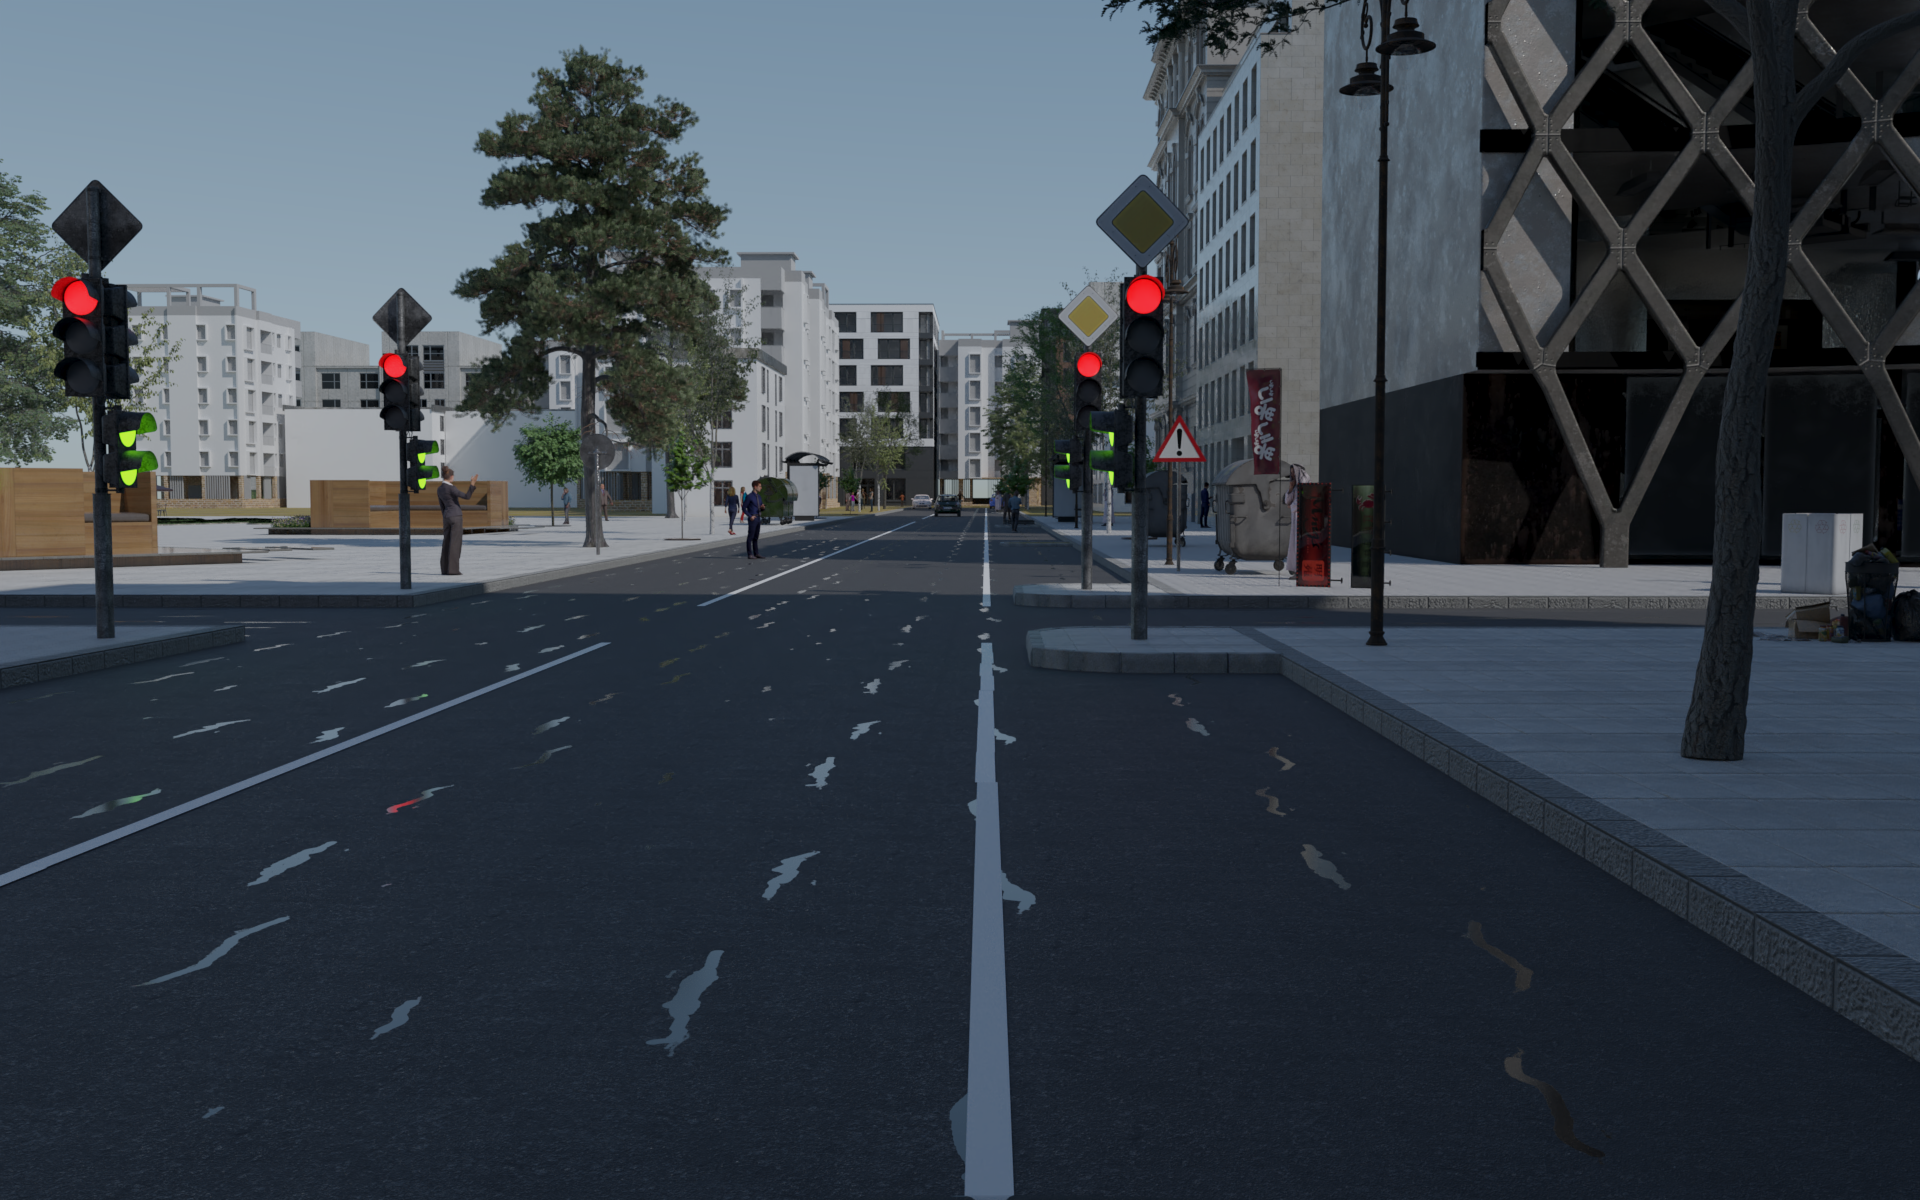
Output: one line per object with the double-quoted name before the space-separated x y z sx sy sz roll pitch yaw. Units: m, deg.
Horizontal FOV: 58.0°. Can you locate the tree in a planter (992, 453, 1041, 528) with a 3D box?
"tree in a planter" 2.503 -4.753 74.933 1.991 3.239 1.994 0 4 1

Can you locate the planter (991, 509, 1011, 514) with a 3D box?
"planter" 3.280 -6.445 126.512 1.991 0.319 1.994 0 4 1

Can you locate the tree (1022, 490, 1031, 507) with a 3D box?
"tree" 6.229 -10.677 169.174 1.663 3.219 1.824 0 3 0

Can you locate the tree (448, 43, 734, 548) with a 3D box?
"tree" -8.914 -7.305 41.495 6.751 12.117 7.091 0 3 0

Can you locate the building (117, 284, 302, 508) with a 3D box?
"building" -69.592 -18.714 162.387 11.380 20.091 16.016 0 4 1

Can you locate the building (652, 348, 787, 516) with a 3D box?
"building" -15.869 -10.486 113.588 9.099 9.664 28.070 0 4 1

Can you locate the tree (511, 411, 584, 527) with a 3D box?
"tree" -16.195 -5.206 68.830 4.285 4.588 4.351 0 3 0

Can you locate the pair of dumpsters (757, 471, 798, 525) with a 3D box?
"pair of dumpsters" -7.776 -4.296 72.729 1.574 2.255 4.436 0 4 1

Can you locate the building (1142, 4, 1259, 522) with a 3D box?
"building" 16.931 -18.262 85.967 14.401 28.519 23.554 0 4 1

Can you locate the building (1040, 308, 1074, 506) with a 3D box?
"building" 25.410 -21.818 200.705 32.646 21.610 27.936 0 4 1

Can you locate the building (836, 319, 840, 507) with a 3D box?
"building" -17.293 -18.685 161.921 11.380 20.091 16.016 0 4 1

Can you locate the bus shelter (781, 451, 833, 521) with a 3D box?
"bus shelter" -7.449 -5.573 85.042 2.014 3.302 5.546 0 4 1

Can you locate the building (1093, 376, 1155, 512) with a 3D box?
"building" 14.735 -11.091 123.492 9.099 9.664 28.070 0 4 1

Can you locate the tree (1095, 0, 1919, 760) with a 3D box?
"tree" 3.941 -4.495 7.907 7.601 10.594 8.767 2 4 33

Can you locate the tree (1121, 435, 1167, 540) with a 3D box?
"tree" 4.953 -3.323 48.935 1.663 3.219 1.824 0 3 0

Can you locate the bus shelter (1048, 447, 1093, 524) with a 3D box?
"bus shelter" 4.965 -5.055 76.569 2.014 3.302 5.546 0 4 1

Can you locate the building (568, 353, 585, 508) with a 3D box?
"building" -28.917 -18.738 162.781 11.380 20.091 16.016 0 4 1

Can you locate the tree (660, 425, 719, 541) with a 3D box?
"tree" -7.781 -3.265 47.977 1.663 3.219 1.824 0 3 0

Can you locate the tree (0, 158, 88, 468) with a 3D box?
"tree" -36.437 -9.566 63.066 9.857 13.997 8.962 0 3 0

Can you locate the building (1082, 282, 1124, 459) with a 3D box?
"building" 19.269 -17.517 152.868 16.747 18.905 31.486 0 4 1

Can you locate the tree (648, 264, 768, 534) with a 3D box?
"tree" -8.118 -6.403 55.047 4.360 8.622 3.978 0 3 0

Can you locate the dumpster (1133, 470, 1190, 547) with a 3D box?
"dumpster" 4.966 -2.257 42.653 1.264 1.857 1.865 0 4 1

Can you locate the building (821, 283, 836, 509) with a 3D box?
"building" -19.134 -17.643 144.875 16.016 20.091 11.380 0 4 1

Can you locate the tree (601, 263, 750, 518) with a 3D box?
"tree" -15.329 -11.277 91.804 7.806 13.903 7.818 0 3 0

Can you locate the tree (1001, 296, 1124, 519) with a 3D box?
"tree" 5.659 -9.982 88.955 9.928 11.665 9.643 0 3 0

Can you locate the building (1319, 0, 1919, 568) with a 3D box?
"building" 17.510 -10.301 35.876 16.811 18.784 16.820 0 4 1

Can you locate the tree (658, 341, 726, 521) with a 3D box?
"tree" -13.326 -8.068 82.274 4.737 8.622 4.395 0 3 0

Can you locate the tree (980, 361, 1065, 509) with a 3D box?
"tree" 5.294 -14.030 147.510 7.486 12.596 7.792 0 3 0

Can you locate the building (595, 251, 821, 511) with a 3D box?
"building" -19.536 -16.944 133.460 16.016 20.091 11.380 0 4 1

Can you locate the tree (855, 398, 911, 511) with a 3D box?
"tree" -6.055 -11.214 133.711 4.737 8.622 4.395 0 3 0

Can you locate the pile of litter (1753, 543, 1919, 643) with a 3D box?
"pile of litter" 7.901 -0.085 15.363 1.719 0.858 1.176 1 4 12

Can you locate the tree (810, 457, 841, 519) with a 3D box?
"tree" -7.621 -5.875 90.654 1.663 3.219 1.824 0 3 0

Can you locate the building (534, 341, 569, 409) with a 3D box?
"building" -41.185 -20.761 195.856 11.380 20.091 16.016 0 4 1

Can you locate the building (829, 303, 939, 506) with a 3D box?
"building" -18.952 -21.772 199.939 32.646 21.610 27.936 0 4 1

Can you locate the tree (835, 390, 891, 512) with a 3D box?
"tree" -7.110 -10.612 123.863 4.360 8.622 3.978 0 3 0

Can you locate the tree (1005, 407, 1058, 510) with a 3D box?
"tree" 5.757 -11.586 139.797 4.737 8.622 4.395 0 3 0

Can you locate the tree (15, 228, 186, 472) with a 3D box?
"tree" -24.229 -5.997 48.411 4.737 8.622 4.395 0 3 0

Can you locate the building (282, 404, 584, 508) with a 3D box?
"building" -49.327 -13.735 166.714 28.070 9.664 9.099 0 4 1

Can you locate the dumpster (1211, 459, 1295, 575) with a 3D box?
"dumpster" 4.815 -1.366 28.097 1.264 1.857 1.865 0 4 1

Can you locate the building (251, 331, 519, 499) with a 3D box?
"building" -62.608 -20.199 196.718 31.486 18.905 16.747 0 4 1

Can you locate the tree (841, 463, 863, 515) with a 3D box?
"tree" -6.744 -6.902 107.456 1.663 3.219 1.824 0 3 0

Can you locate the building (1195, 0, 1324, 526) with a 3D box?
"building" 15.225 -12.904 65.727 10.420 20.320 16.860 0 4 1

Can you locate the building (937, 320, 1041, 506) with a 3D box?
"building" 3.222 -20.688 194.667 11.380 20.091 16.016 0 4 1

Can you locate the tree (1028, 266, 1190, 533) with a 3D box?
"tree" 4.967 -6.457 55.938 4.360 8.622 3.978 0 3 0
